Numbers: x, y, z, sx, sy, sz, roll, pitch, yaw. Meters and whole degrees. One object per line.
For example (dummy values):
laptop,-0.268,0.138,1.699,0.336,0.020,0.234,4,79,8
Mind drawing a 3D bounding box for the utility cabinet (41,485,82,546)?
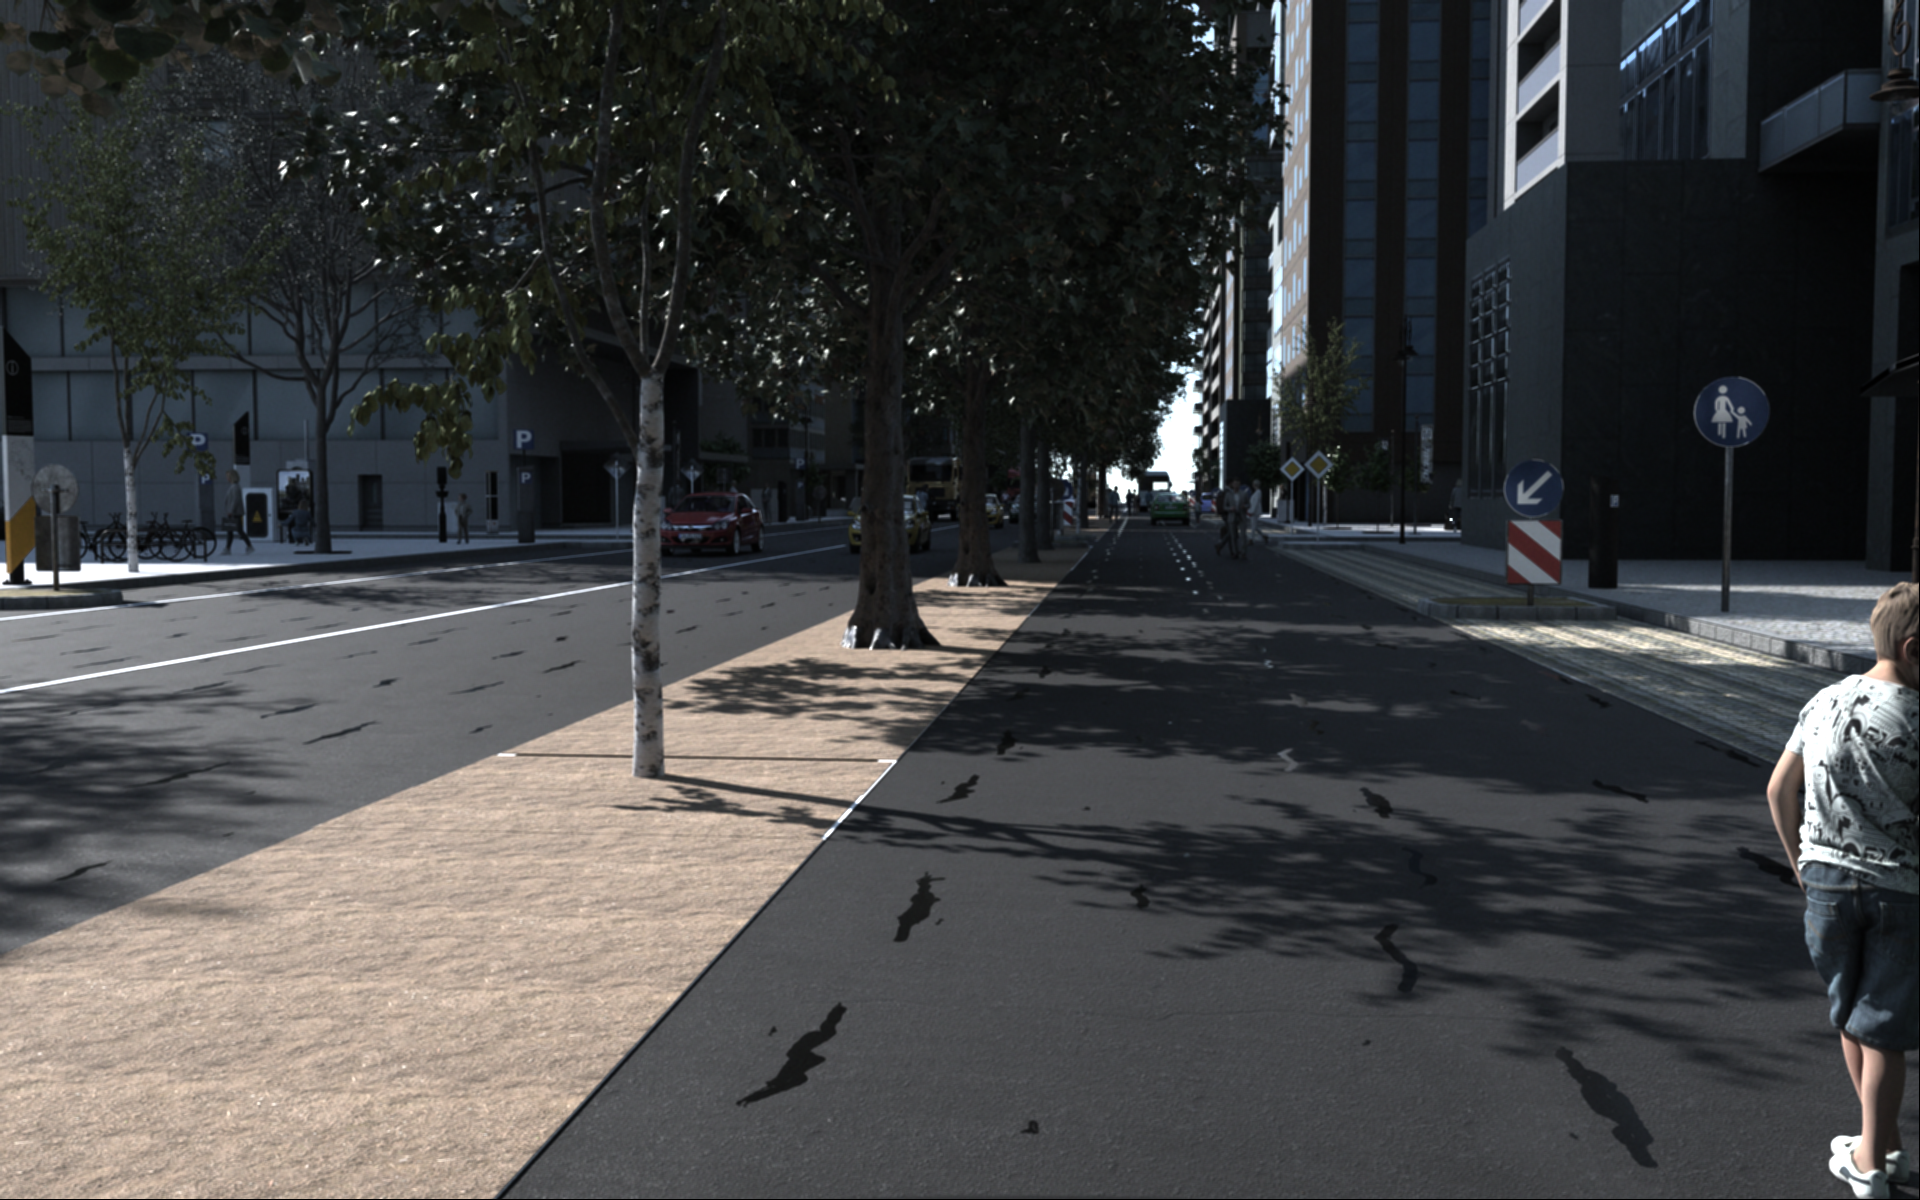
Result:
utility cabinet,-21.257,-1.973,40.944,0.318,1.500,1.173,0,4,3

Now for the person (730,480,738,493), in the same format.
person,-9.052,-3.861,69.049,0.818,1.842,0.514,-3,5,-45

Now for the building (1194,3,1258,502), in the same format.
building,43.890,-49.249,243.471,20.563,71.187,20.611,0,4,6

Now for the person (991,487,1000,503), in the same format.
person,1.359,-4.789,87.018,1.509,1.804,0.699,0,4,4

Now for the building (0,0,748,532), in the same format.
building,-24.905,-29.401,69.940,28.713,52.752,27.495,0,4,6

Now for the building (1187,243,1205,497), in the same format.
building,47.509,-39.753,269.571,23.786,49.044,30.456,0,4,6

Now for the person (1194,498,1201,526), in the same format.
person,10.760,-3.994,78.482,0.332,1.250,0.352,3,4,38

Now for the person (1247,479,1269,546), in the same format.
person,8.291,-2.435,48.198,0.818,1.842,0.514,-1,4,-18

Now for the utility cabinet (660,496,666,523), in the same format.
utility cabinet,-10.011,-2.871,58.109,0.306,1.237,1.020,-1,4,-9

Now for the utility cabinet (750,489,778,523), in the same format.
utility cabinet,-8.635,-4.138,76.328,1.173,1.500,0.318,-1,4,-9

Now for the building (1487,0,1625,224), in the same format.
building,35.229,-31.785,61.689,28.212,58.520,21.231,0,4,6

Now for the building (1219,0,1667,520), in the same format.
building,28.733,-48.738,109.541,22.319,86.520,31.000,0,4,6

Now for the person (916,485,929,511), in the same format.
person,-1.649,-3.890,72.373,0.793,1.790,0.793,0,4,-5

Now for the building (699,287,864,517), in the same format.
building,-21.334,-25.195,103.815,32.217,40.220,23.993,0,4,6

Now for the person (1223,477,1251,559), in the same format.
person,6.125,-1.810,38.294,0.606,1.804,0.583,0,4,8

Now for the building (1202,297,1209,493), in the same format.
building,42.517,-36.651,222.938,21.300,48.544,21.600,0,4,6

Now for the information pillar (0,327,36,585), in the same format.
information pillar,-13.355,-2.030,24.547,0.183,3.616,0.504,1,4,17

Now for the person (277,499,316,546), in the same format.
person,-16.511,-1.935,43.176,1.012,1.151,0.738,-1,4,-19

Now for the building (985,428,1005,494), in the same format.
building,-7.659,-39.112,228.713,28.713,52.752,27.495,0,4,6

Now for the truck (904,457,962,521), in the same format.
truck,-1.098,-5.972,93.570,3.469,3.379,9.791,0,4,7

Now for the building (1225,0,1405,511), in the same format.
building,31.712,-31.103,158.651,14.600,45.320,14.200,0,4,6

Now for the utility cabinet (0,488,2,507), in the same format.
utility cabinet,-32.635,-3.004,57.787,1.173,1.500,0.318,-2,4,-31

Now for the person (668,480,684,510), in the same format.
person,-10.431,-3.509,63.602,0.592,1.802,0.473,0,4,1

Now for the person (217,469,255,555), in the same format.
person,-15.197,-1.841,36.324,0.728,1.800,0.709,-2,4,-25

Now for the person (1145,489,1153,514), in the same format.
person,13.611,-7.086,124.707,0.601,1.785,0.444,1,4,13

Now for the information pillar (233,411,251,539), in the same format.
information pillar,-20.252,-3.519,48.893,0.183,3.616,0.504,2,4,31

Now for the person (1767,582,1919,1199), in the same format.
person,1.887,0.587,3.588,0.352,1.250,0.332,0,4,-4

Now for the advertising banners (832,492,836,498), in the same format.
advertising banners,-9.580,-8.014,127.210,0.090,3.025,2.074,-2,4,-28

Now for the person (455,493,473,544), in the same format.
person,-12.797,-2.100,44.653,0.475,1.303,0.640,0,4,-3

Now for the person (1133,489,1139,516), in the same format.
person,11.645,-6.490,114.956,0.374,1.781,0.599,-1,4,-14

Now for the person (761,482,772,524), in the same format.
person,-8.268,-4.136,73.943,0.520,1.790,0.573,0,4,8

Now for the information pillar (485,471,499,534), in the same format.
information pillar,-15.022,-3.127,55.617,0.304,2.012,0.304,-3,4,-38

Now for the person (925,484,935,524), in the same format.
person,-1.537,-4.547,82.203,0.648,1.900,0.474,-2,4,-29

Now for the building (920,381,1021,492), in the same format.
building,-3.982,-25.248,257.848,27.650,21.520,28.899,0,4,6

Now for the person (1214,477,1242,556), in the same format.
person,6.250,-1.959,40.496,0.822,1.834,0.622,-1,4,-21

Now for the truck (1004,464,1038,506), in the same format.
truck,5.919,-10.759,164.816,2.839,4.237,11.283,0,4,5

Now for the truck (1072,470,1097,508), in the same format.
truck,12.749,-11.514,177.171,2.839,4.237,11.283,0,4,4

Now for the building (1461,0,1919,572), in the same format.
building,22.325,-43.580,25.207,22.319,86.520,31.000,0,4,6

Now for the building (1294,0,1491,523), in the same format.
building,22.714,-26.337,80.716,14.600,45.320,14.200,0,4,6

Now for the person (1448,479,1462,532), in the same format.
person,16.615,-3.158,57.854,0.709,1.800,0.728,2,4,33

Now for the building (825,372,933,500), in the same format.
building,-13.964,-30.014,145.351,22.147,44.769,28.867,0,4,6

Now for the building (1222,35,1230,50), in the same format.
building,36.773,-33.779,175.989,21.300,48.544,21.600,0,4,6

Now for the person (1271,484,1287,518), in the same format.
person,16.815,-5.169,90.778,0.699,1.804,1.509,0,4,-3

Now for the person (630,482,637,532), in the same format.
person,-10.929,-3.212,58.739,0.473,1.802,0.592,2,4,24

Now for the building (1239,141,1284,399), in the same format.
building,30.259,-22.788,144.285,14.160,30.474,14.107,0,4,6
